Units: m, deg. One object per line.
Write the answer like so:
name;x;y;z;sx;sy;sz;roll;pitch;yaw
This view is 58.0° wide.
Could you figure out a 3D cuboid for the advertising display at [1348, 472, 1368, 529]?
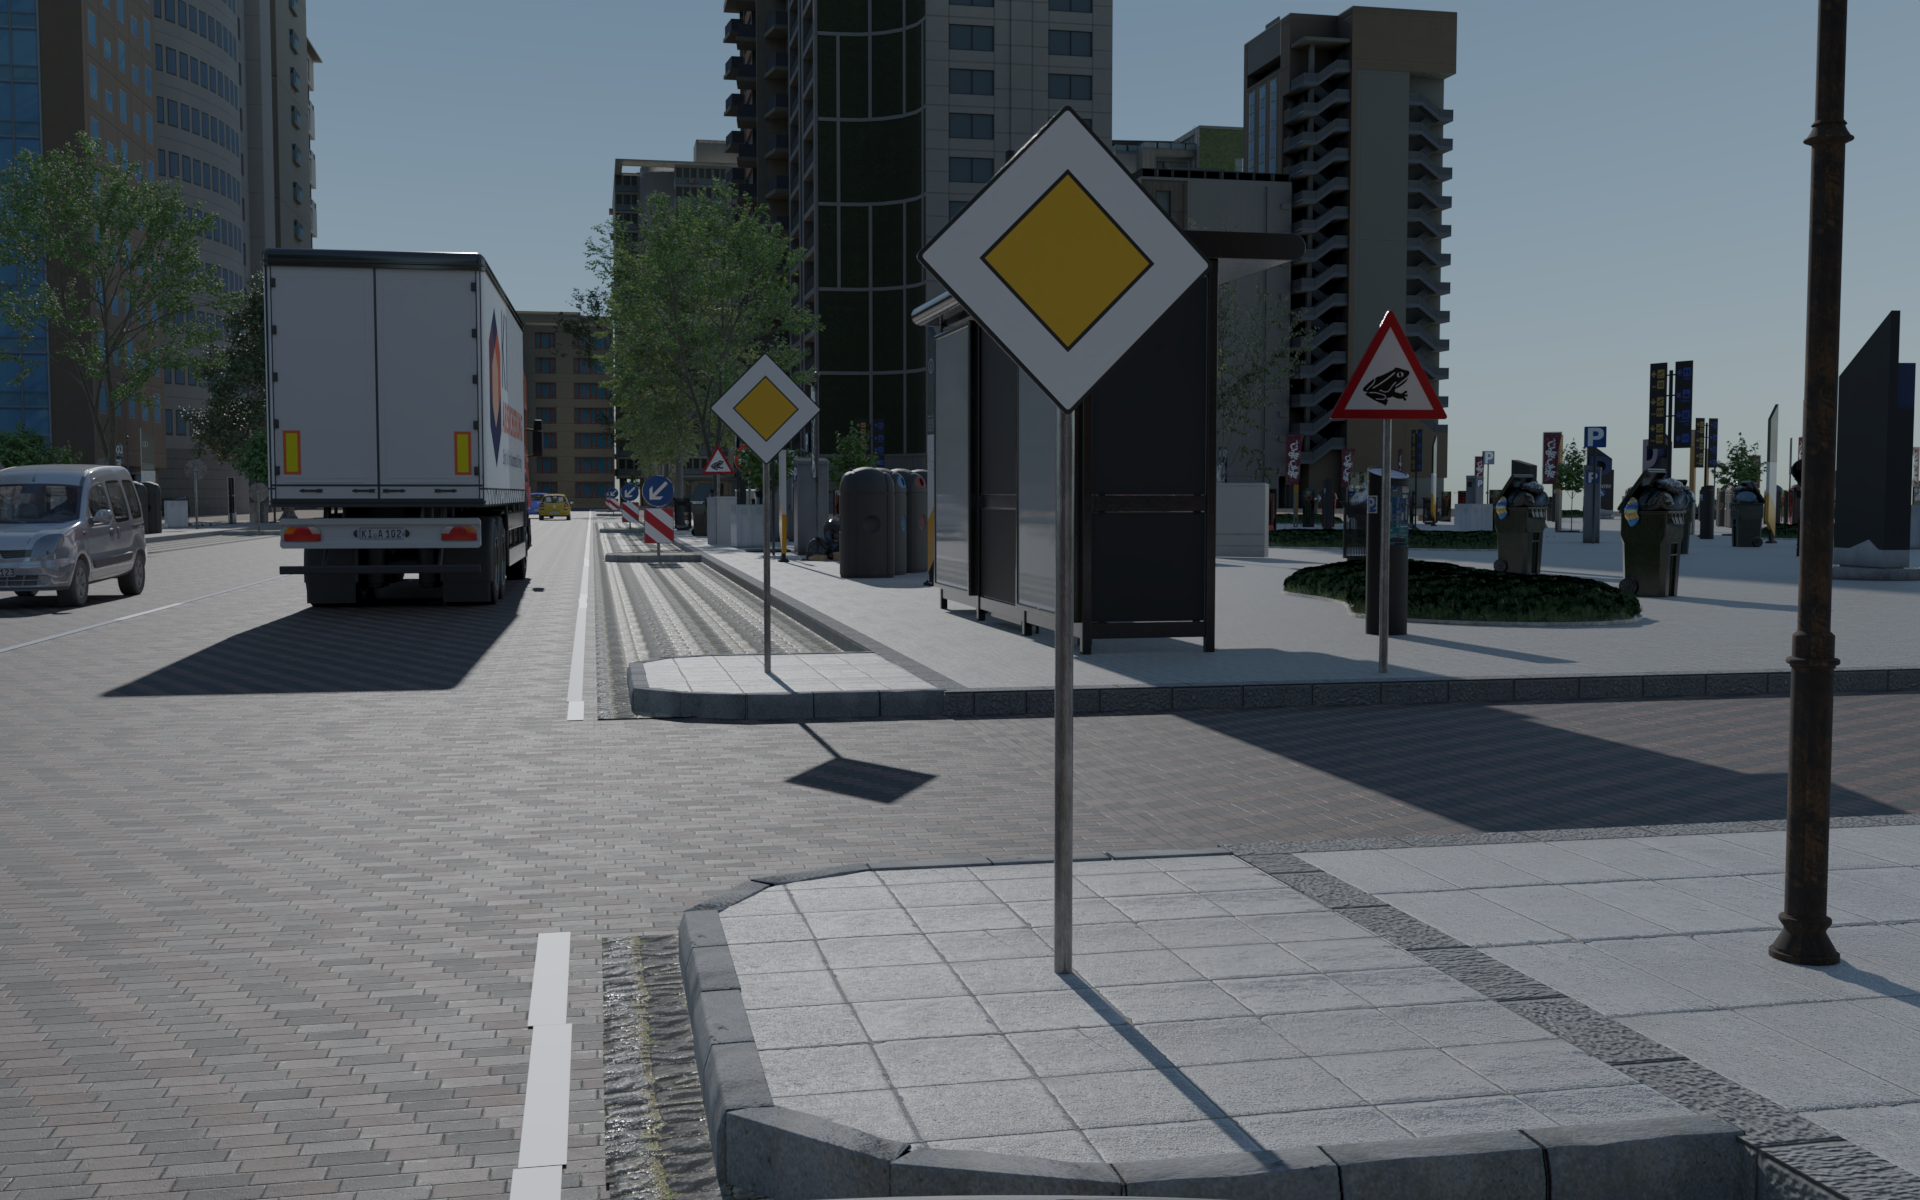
advertising display;11.777;-2.781;50.682;0.123;1.923;0.974;-3;5;-40

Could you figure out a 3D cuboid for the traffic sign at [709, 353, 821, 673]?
traffic sign;-1.387;-0.535;12.396;0.795;2.450;0.064;-1;4;-12

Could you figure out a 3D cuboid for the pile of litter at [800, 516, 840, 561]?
pile of litter;-2.297;-1.204;33.643;1.719;0.858;1.176;-1;4;-15

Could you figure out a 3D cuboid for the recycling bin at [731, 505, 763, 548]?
recycling bin;-5.087;-1.780;41.655;0.722;1.027;0.722;-1;4;-20

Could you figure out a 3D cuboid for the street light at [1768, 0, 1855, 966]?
street light;2.336;-1.947;4.615;0.468;5.910;1.993;-1;4;-12

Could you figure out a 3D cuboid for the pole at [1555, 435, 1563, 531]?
pole;20.534;-4.007;59.352;0.158;3.312;0.155;0;3;0

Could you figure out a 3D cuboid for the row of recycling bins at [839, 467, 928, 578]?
row of recycling bins;-1.095;-1.274;27.950;1.069;1.692;3.534;1;4;16

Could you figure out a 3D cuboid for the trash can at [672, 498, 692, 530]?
trash can;-9.786;-3.029;61.177;0.748;1.137;0.748;0;3;0

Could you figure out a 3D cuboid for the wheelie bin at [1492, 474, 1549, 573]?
wheelie bin;9.099;-1.231;28.041;0.980;1.594;0.693;-3;5;-41

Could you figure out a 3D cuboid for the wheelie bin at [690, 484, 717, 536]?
wheelie bin;-7.826;-2.760;53.033;0.980;1.594;0.693;3;4;36

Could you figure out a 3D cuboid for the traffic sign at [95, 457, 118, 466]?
traffic sign;-28.904;-3.583;58.692;0.768;2.556;0.104;0;4;-7

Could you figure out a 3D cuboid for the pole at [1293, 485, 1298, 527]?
pole;12.991;-4.471;66.949;0.158;3.312;0.155;0;3;0

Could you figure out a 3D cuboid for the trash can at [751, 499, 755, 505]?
trash can;-6.221;-2.606;54.260;0.748;1.137;0.748;0;3;0

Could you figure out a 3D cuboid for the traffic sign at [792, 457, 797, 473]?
traffic sign;-4.125;-2.362;40.746;0.606;2.300;0.079;0;4;-6

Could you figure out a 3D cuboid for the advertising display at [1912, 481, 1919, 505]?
advertising display;46.388;-4.788;83.490;0.974;1.923;0.123;0;4;-6

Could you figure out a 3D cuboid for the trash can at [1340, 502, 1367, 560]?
trash can;7.611;-1.307;33.020;0.748;1.137;0.748;0;3;0

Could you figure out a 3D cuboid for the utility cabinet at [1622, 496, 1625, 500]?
utility cabinet;28.633;-3.878;74.559;0.306;1.237;1.020;1;4;20

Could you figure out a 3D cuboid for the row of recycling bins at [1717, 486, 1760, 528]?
row of recycling bins;29.920;-3.646;66.724;1.069;1.692;3.534;1;4;16

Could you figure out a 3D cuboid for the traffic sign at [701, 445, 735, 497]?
traffic sign;-6.453;-2.828;46.238;0.884;2.594;0.081;0;4;-6

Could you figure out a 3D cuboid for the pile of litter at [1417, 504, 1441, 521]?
pile of litter;22.384;-4.212;82.829;1.719;0.858;1.176;0;4;7

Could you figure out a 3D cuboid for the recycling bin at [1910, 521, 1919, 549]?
recycling bin;22.055;-1.718;40.638;0.722;1.027;0.722;1;4;12

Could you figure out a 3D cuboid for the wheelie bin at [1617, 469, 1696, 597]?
wheelie bin;8.723;-0.848;21.769;0.693;1.594;0.980;3;5;43

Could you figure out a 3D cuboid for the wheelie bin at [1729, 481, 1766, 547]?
wheelie bin;19.097;-2.088;42.040;0.693;1.594;0.980;0;4;4

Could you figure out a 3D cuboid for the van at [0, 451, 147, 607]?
van;-12.255;-0.991;23.211;2.013;2.044;4.112;-1;4;-11

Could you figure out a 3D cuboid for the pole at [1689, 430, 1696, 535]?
pole;23.195;-3.731;54.843;0.158;3.312;0.155;0;3;0

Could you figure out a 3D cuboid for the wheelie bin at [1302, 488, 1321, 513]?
wheelie bin;18.980;-5.239;93.567;0.980;1.594;0.693;0;4;7

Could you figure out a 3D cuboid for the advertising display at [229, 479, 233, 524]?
advertising display;-30.919;-4.173;73.444;0.123;1.923;0.974;-1;4;-23

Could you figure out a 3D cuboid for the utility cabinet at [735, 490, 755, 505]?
utility cabinet;-10.502;-4.676;85.128;1.173;1.500;0.318;2;4;32

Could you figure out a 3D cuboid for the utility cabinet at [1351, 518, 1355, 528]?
utility cabinet;13.013;-2.721;55.647;0.306;1.237;1.020;-3;4;-38

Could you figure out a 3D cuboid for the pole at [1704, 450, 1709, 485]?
pole;34.312;-5.247;79.634;0.158;3.312;0.155;0;3;0

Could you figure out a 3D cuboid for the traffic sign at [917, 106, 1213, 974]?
traffic sign;0.274;-0.058;4.585;0.795;2.450;0.064;-1;4;-12

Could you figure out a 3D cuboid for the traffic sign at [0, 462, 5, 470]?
traffic sign;-25.171;-2.748;44.926;0.884;2.594;0.081;0;4;-5

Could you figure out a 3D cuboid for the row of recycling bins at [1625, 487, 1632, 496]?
row of recycling bins;37.176;-5.385;95.160;1.069;1.692;3.534;2;4;27

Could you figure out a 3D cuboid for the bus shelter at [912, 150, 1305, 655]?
bus shelter;0.854;-2.469;17.993;2.179;5.291;8.768;-1;4;-12

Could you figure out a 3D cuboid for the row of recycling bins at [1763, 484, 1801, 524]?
row of recycling bins;35.193;-4.088;73.958;3.534;1.692;1.069;2;4;28

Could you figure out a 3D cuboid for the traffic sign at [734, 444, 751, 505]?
traffic sign;-5.319;-2.672;43.795;0.768;2.556;0.104;-1;4;-8

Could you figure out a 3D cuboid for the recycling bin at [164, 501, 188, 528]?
recycling bin;-29.734;-3.250;65.695;0.722;1.027;0.722;-2;4;-34

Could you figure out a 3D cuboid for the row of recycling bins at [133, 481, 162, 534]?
row of recycling bins;-26.741;-2.946;55.276;1.069;1.692;3.534;1;4;10

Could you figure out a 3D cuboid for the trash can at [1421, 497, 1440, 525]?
trash can;19.851;-3.758;73.099;0.748;1.137;0.748;0;3;0

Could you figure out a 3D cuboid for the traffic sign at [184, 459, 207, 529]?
traffic sign;-27.772;-3.844;62.959;0.768;2.556;0.104;-1;4;-11

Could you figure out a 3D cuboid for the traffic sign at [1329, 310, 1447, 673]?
traffic sign;3.041;-0.756;12.372;0.884;2.594;0.081;-1;4;-10

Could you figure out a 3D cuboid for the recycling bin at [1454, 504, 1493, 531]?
recycling bin;13.379;-1.994;45.154;0.722;1.027;0.722;-1;4;-18

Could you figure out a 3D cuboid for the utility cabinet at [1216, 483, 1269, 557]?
utility cabinet;5.597;-1.599;34.823;1.173;1.500;0.318;2;4;26
